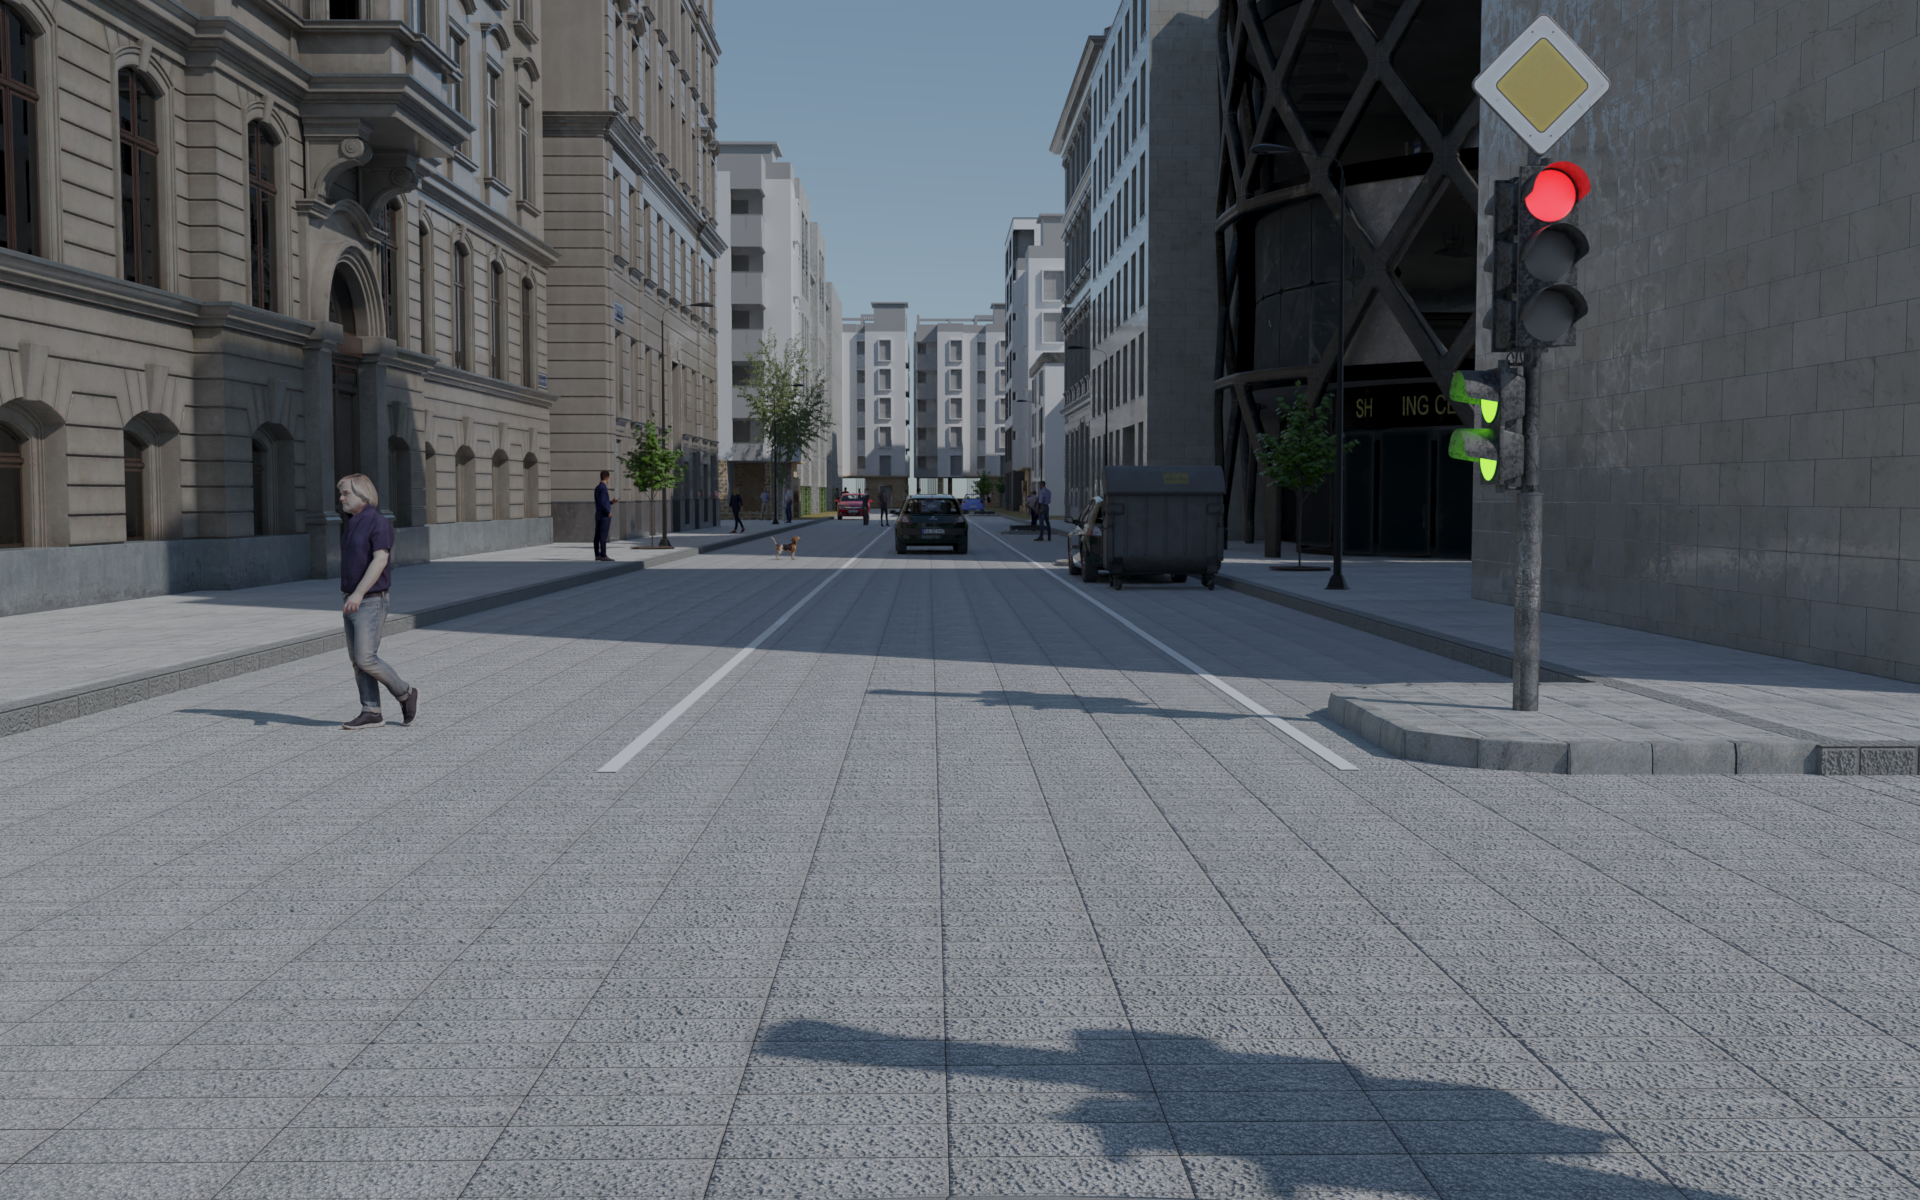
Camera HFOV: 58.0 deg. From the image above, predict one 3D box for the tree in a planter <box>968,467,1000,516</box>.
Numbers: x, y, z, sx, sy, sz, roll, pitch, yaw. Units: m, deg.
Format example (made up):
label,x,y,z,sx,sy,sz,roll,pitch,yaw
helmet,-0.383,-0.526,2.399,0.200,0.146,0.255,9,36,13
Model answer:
label,x,y,z,sx,sy,sz,roll,pitch,yaw
tree in a planter,1.545,-7.020,111.994,1.991,3.239,1.994,0,4,-1

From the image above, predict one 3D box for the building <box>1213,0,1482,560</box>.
label,x,y,z,sx,sy,sz,roll,pitch,yaw
building,14.024,-10.466,38.577,16.820,18.784,16.811,0,4,-1

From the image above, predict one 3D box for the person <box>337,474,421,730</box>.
label,x,y,z,sx,sy,sz,roll,pitch,yaw
person,-3.556,0.010,10.550,0.471,1.553,0.569,-1,4,-9

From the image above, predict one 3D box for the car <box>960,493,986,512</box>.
label,x,y,z,sx,sy,sz,roll,pitch,yaw
car,0.980,-7.393,130.465,1.945,1.707,3.694,0,4,1

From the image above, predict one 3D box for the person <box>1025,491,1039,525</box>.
label,x,y,z,sx,sy,sz,roll,pitch,yaw
person,2.691,-3.235,63.599,0.614,1.554,0.590,1,4,22

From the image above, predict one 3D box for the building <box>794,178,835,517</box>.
label,x,y,z,sx,sy,sz,roll,pitch,yaw
building,-17.613,-15.064,112.759,16.747,18.905,31.486,0,4,-1

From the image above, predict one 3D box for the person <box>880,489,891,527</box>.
label,x,y,z,sx,sy,sz,roll,pitch,yaw
person,-3.285,-4.065,76.424,0.593,1.643,0.415,1,4,15

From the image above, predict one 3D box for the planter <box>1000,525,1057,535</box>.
label,x,y,z,sx,sy,sz,roll,pitch,yaw
planter,2.448,-2.513,62.233,1.991,0.319,1.994,0,4,-1

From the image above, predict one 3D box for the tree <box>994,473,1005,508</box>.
label,x,y,z,sx,sy,sz,roll,pitch,yaw
tree,3.794,-10.288,162.807,1.663,3.219,1.824,0,3,0

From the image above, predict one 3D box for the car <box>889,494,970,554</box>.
label,x,y,z,sx,sy,sz,roll,pitch,yaw
car,-0.732,-2.009,42.635,2.009,1.686,4.222,0,4,-3

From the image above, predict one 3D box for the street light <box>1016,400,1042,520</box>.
label,x,y,z,sx,sy,sz,roll,pitch,yaw
street light,3.471,-6.899,85.332,1.470,5.913,1.316,0,4,-1

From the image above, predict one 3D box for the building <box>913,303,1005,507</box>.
label,x,y,z,sx,sy,sz,roll,pitch,yaw
building,0.960,-19.655,177.775,11.380,20.091,16.016,0,4,-1

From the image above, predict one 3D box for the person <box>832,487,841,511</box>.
label,x,y,z,sx,sy,sz,roll,pitch,yaw
person,-9.355,-7.687,131.808,0.705,1.814,1.350,-2,4,-28

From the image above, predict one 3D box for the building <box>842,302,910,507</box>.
label,x,y,z,sx,sy,sz,roll,pitch,yaw
building,-10.904,-19.608,177.016,11.380,20.091,16.016,0,4,-1

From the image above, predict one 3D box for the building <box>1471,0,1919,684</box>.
label,x,y,z,sx,sy,sz,roll,pitch,yaw
building,14.789,-9.840,15.640,16.860,20.320,10.420,0,4,-1

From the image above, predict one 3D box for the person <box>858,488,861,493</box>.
label,x,y,z,sx,sy,sz,roll,pitch,yaw
person,-9.232,-9.326,158.666,0.705,1.807,1.348,-1,4,-14

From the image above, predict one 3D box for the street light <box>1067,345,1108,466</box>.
label,x,y,z,sx,sy,sz,roll,pitch,yaw
street light,4.045,-4.999,54.271,1.470,5.913,1.316,0,4,-1

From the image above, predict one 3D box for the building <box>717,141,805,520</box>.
label,x,y,z,sx,sy,sz,roll,pitch,yaw
building,-16.337,-14.347,90.988,16.016,20.091,11.380,0,4,-1

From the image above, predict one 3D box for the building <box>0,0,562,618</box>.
label,x,y,z,sx,sy,sz,roll,pitch,yaw
building,-15.295,-12.700,26.728,14.460,24.649,34.723,0,4,-1

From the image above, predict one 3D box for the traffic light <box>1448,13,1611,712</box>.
label,x,y,z,sx,sy,sz,roll,pitch,yaw
traffic light,3.339,-1.280,10.172,0.839,4.213,0.868,0,4,-1

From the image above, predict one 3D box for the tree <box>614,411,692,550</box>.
label,x,y,z,sx,sy,sz,roll,pitch,yaw
tree,-7.140,-2.791,40.238,1.663,3.219,1.824,0,3,0

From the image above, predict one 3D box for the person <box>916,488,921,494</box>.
label,x,y,z,sx,sy,sz,roll,pitch,yaw
person,-2.010,-4.748,86.835,0.721,1.736,1.217,3,4,39

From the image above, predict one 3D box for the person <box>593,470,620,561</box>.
label,x,y,z,sx,sy,sz,roll,pitch,yaw
person,-6.784,-1.619,33.225,0.504,1.737,0.576,-3,4,-38

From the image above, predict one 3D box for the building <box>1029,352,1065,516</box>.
label,x,y,z,sx,sy,sz,roll,pitch,yaw
building,9.441,-9.822,102.737,9.099,9.664,28.070,0,4,-1

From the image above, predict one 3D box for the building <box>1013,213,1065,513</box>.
label,x,y,z,sx,sy,sz,roll,pitch,yaw
building,11.836,-16.283,122.651,16.016,20.091,11.380,0,4,-1

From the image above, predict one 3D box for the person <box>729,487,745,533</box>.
label,x,y,z,sx,sy,sz,roll,pitch,yaw
person,-7.349,-2.970,57.142,0.480,1.512,0.613,1,4,21

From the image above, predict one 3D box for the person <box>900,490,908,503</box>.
label,x,y,z,sx,sy,sz,roll,pitch,yaw
person,-4.125,-7.276,128.254,0.721,1.735,1.217,-2,4,-24

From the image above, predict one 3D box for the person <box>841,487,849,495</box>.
label,x,y,z,sx,sy,sz,roll,pitch,yaw
person,-8.877,-7.860,134.485,1.348,1.831,0.705,0,4,-1

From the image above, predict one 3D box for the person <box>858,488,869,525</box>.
label,x,y,z,sx,sy,sz,roll,pitch,yaw
person,-4.457,-4.299,79.593,0.742,1.727,0.445,2,4,31

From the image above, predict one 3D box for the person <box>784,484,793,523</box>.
label,x,y,z,sx,sy,sz,roll,pitch,yaw
person,-7.640,-4.271,76.812,0.436,1.711,0.756,0,4,2

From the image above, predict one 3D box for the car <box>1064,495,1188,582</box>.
label,x,y,z,sx,sy,sz,roll,pitch,yaw
car,2.810,-1.205,29.481,2.009,1.686,4.222,0,4,-1

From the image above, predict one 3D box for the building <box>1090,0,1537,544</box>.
label,x,y,z,sx,sy,sz,roll,pitch,yaw
building,10.151,-12.270,55.369,10.420,20.320,16.860,0,4,-1

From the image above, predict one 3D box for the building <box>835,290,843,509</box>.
label,x,y,z,sx,sy,sz,roll,pitch,yaw
building,-26.553,-17.510,152.740,31.486,18.905,16.747,0,4,-1

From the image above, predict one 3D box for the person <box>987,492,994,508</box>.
label,x,y,z,sx,sy,sz,roll,pitch,yaw
person,2.820,-9.185,159.400,0.799,1.438,0.628,1,4,12

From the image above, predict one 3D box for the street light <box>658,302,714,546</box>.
label,x,y,z,sx,sy,sz,roll,pitch,yaw
street light,-6.651,-4.249,42.005,1.470,5.913,1.316,0,4,-1

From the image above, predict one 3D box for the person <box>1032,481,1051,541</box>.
label,x,y,z,sx,sy,sz,roll,pitch,yaw
person,2.460,-2.715,52.764,0.599,1.838,0.709,3,5,40

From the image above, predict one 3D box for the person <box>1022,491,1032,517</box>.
label,x,y,z,sx,sy,sz,roll,pitch,yaw
person,3.960,-5.349,96.726,0.991,1.433,0.599,-1,4,-9

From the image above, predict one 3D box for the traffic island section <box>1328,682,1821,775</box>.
label,x,y,z,sx,sy,sz,roll,pitch,yaw
traffic island section,3.379,0.734,10.286,2.009,0.180,2.903,0,4,-1

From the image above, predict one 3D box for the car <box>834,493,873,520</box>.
label,x,y,z,sx,sy,sz,roll,pitch,yaw
car,-5.984,-5.408,97.454,2.155,1.783,4.494,0,4,-2

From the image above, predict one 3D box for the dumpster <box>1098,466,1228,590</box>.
label,x,y,z,sx,sy,sz,roll,pitch,yaw
dumpster,3.046,-1.100,26.202,1.865,1.857,1.264,0,4,1

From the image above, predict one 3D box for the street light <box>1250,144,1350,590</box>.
label,x,y,z,sx,sy,sz,roll,pitch,yaw
street light,4.545,-3.096,23.163,1.470,5.913,1.316,0,4,-1

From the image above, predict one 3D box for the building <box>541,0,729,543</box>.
label,x,y,z,sx,sy,sz,roll,pitch,yaw
building,-15.058,-15.867,56.686,12.463,27.353,25.104,0,4,-1

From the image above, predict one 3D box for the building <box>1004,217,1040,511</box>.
label,x,y,z,sx,sy,sz,roll,pitch,yaw
building,17.563,-18.392,144.682,27.936,21.610,32.646,0,4,-1

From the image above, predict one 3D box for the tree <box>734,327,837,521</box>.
label,x,y,z,sx,sy,sz,roll,pitch,yaw
tree,-7.995,-7.776,77.499,4.737,8.622,4.395,0,3,0

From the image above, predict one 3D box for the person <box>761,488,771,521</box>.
label,x,y,z,sx,sy,sz,roll,pitch,yaw
person,-9.431,-4.633,83.856,0.516,1.574,0.319,1,4,18

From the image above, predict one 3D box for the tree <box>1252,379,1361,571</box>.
label,x,y,z,sx,sy,sz,roll,pitch,yaw
tree,5.696,-2.119,29.253,1.663,3.219,1.824,0,3,0

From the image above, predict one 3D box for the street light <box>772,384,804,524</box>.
label,x,y,z,sx,sy,sz,roll,pitch,yaw
street light,-7.260,-6.147,73.042,1.470,5.913,1.316,0,4,-1

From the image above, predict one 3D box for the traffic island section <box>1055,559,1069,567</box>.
label,x,y,z,sx,sy,sz,roll,pitch,yaw
traffic island section,2.929,-0.739,34.946,1.991,0.108,1.994,0,4,-1

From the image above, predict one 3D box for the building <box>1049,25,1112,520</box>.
label,x,y,z,sx,sy,sz,roll,pitch,yaw
building,10.315,-14.587,74.659,11.583,22.565,21.152,0,4,-1
